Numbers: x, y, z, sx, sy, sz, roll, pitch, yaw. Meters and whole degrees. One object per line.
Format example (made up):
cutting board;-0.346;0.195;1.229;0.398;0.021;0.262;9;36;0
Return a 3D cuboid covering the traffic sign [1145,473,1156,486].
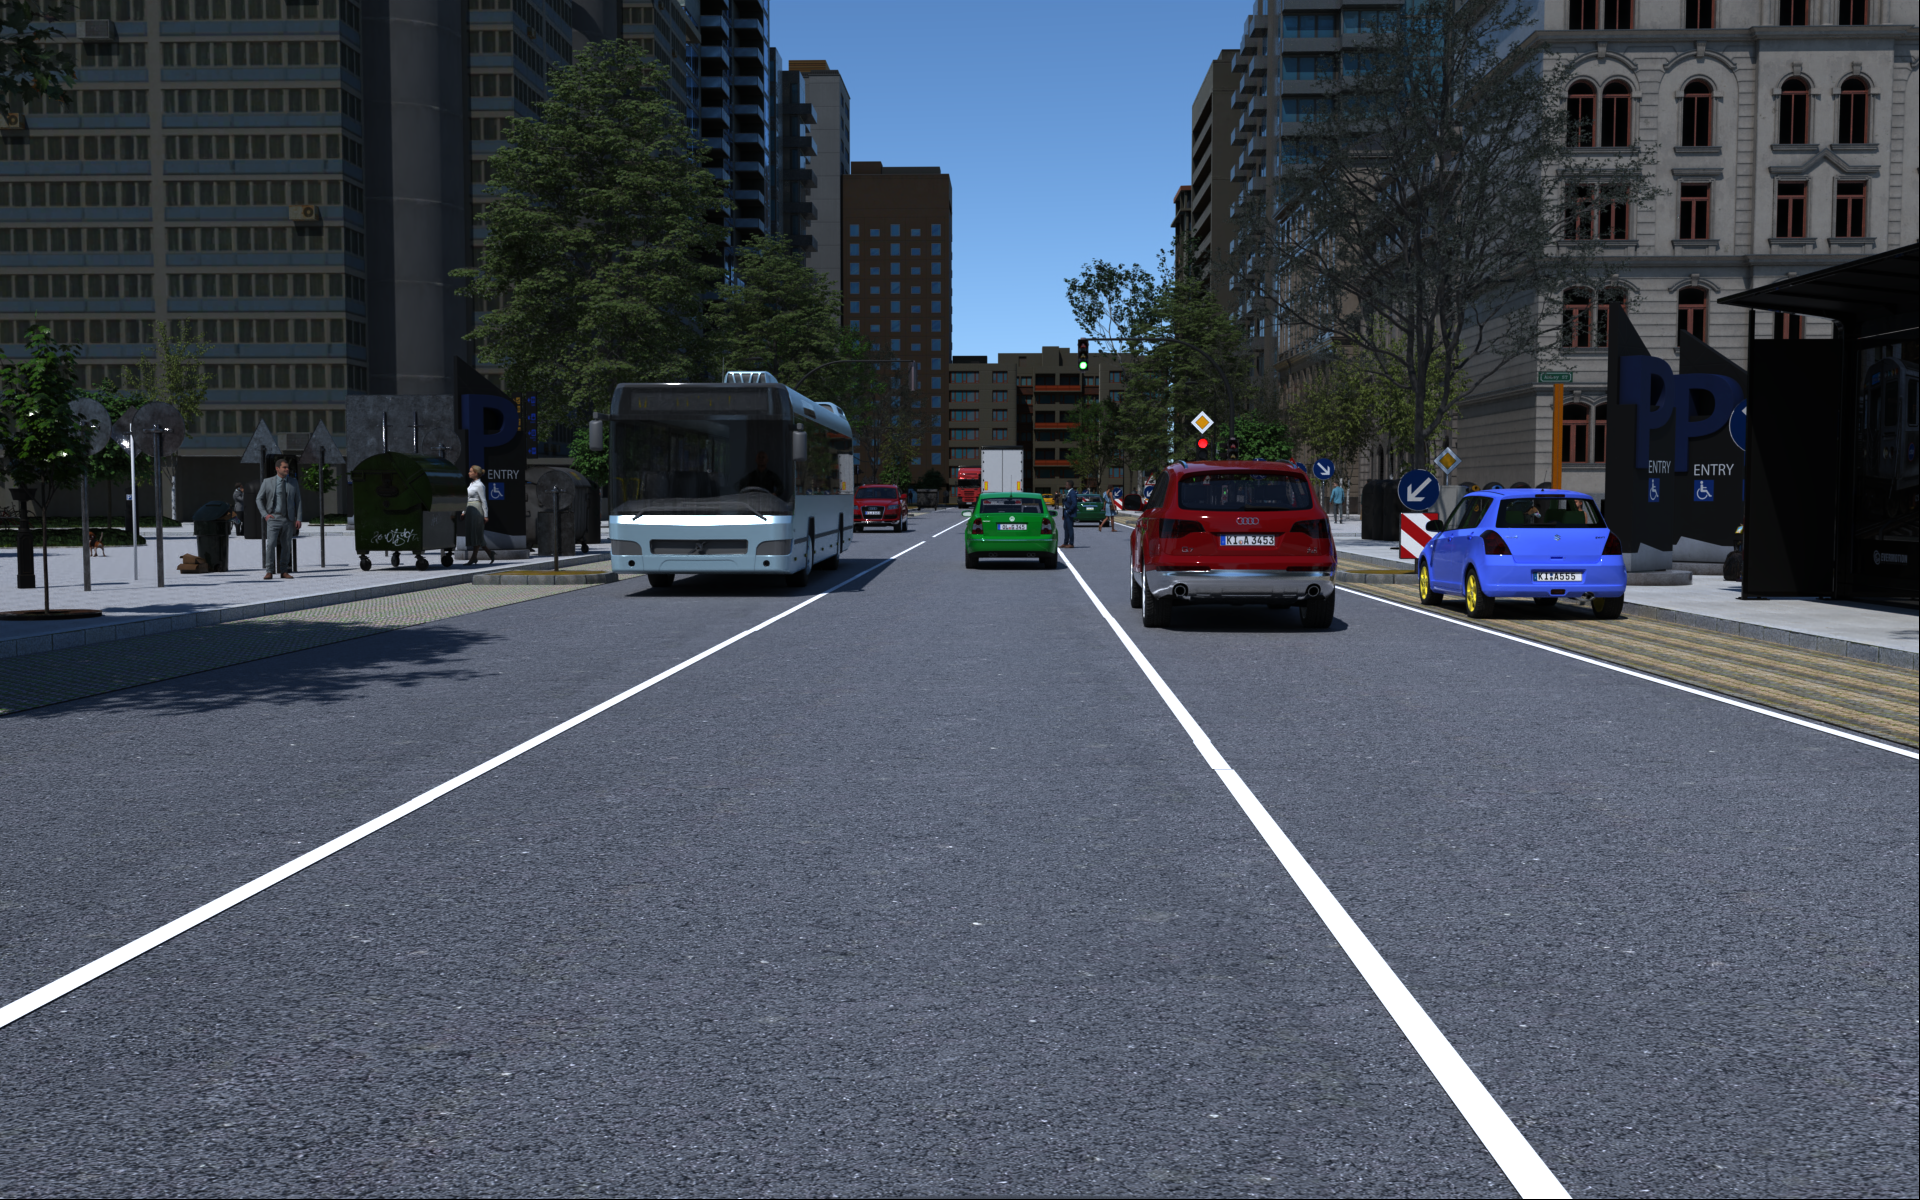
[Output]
traffic sign;11.603;-6.399;104.634;0.884;2.594;0.081;0;4;3

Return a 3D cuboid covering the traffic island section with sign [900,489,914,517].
traffic island section with sign;-3.957;-6.234;110.547;1.989;1.847;2.006;0;4;2

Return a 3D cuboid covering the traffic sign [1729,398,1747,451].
traffic sign;10.268;-1.357;22.300;0.768;2.556;0.104;1;4;9

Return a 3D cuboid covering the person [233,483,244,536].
person;-23.376;-2.914;56.320;0.473;1.802;0.592;0;4;1

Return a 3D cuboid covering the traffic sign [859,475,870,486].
traffic sign;-6.462;-7.221;118.072;0.884;2.594;0.081;0;4;6

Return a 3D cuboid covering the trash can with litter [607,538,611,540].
trash can with litter;-10.935;-2.304;48.726;2.233;1.210;1.678;1;4;10

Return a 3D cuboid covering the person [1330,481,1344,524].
person;16.388;-4.240;75.234;0.638;1.841;0.748;1;4;8

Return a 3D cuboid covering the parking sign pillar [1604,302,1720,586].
parking sign pillar;9.737;-2.219;24.759;1.447;3.967;1.447;-3;5;-43

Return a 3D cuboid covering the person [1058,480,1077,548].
person;2.898;-2.278;45.922;0.419;1.800;0.721;-1;4;-16

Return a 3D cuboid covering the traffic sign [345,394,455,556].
traffic sign;-11.463;-2.544;35.474;2.265;3.308;0.079;0;4;4

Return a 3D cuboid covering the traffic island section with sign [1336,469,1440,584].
traffic island section with sign;7.207;-1.203;28.301;1.989;1.847;2.006;0;4;2

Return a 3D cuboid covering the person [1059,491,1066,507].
person;11.465;-11.187;192.195;1.217;1.735;0.721;3;5;39

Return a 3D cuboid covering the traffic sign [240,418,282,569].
traffic sign;-11.972;-1.818;29.734;0.884;2.594;0.081;1;4;11

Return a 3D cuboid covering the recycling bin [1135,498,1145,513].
recycling bin;12.261;-6.395;117.119;0.722;1.027;0.722;2;4;24

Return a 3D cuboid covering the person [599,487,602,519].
person;-14.979;-3.956;71.077;0.532;1.782;0.716;-1;4;-20

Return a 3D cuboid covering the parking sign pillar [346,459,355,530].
parking sign pillar;-21.228;-4.491;61.900;1.447;3.967;1.447;1;4;10

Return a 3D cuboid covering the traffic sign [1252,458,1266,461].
traffic sign;10.525;-3.728;61.051;0.768;2.556;0.104;0;4;5

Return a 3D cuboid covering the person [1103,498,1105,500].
person;14.054;-9.668;167.347;0.421;1.427;0.697;2;4;28

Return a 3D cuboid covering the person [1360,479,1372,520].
person;14.491;-3.392;61.486;0.794;1.824;0.713;1;4;20

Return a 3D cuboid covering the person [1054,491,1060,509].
person;9.098;-9.355;162.258;0.445;1.727;0.742;2;4;29

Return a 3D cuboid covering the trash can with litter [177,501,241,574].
trash can with litter;-12.283;-1.033;28.273;0.624;1.170;1.055;0;4;6

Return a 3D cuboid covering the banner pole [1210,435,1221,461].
banner pole;10.895;-5.103;73.453;0.863;3.779;0.401;0;4;-3

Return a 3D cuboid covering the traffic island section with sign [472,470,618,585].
traffic island section with sign;-6.634;-1.188;28.045;1.989;1.847;2.006;0;4;2

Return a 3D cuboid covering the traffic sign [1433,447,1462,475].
traffic sign;13.501;-2.948;47.930;0.795;2.593;0.064;0;4;4

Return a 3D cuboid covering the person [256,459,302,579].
person;-10.299;-1.229;26.236;0.635;1.810;0.391;-3;5;-43

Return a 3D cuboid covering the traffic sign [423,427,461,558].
traffic sign;-9.865;-2.010;32.963;0.768;2.556;0.104;0;4;5

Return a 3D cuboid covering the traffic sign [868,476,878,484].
traffic sign;-6.177;-7.476;122.340;0.768;2.556;0.104;0;4;5

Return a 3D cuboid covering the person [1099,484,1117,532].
person;5.661;-3.491;65.670;0.778;1.811;0.616;-2;4;-24

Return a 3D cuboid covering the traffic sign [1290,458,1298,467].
traffic sign;11.762;-3.759;61.458;0.884;2.594;0.081;1;4;10

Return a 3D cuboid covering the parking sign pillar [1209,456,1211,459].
parking sign pillar;15.011;-7.128;105.015;1.447;3.967;1.447;0;4;1

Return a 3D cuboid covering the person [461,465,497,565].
person;-8.684;-1.529;31.274;0.641;1.798;0.478;-2;4;-30

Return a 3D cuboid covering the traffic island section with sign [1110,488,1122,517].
traffic island section with sign;9.859;-6.206;110.091;1.989;1.847;2.006;0;4;2

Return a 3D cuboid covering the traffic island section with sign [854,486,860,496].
traffic island section with sign;-4.822;-4.586;83.606;1.989;1.847;2.006;0;4;2

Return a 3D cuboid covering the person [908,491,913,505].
person;-6.039;-12.521;211.679;0.541;1.710;0.530;0;4;-1

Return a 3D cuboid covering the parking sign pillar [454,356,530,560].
parking sign pillar;-9.261;-2.794;34.161;1.447;3.967;1.447;-3;5;-44

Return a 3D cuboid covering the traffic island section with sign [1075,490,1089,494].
traffic island section with sign;11.500;-9.286;160.448;1.989;1.847;2.006;0;4;2

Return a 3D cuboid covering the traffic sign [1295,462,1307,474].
traffic sign;13.464;-4.229;69.256;0.768;2.556;0.104;0;4;5

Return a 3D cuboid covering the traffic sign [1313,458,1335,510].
traffic sign;12.896;-3.754;61.482;0.768;2.556;0.104;0;4;6

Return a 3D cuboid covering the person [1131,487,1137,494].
person;13.521;-7.802;133.708;0.694;1.812;0.767;2;4;28

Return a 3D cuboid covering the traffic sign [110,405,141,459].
traffic sign;-12.287;-1.591;25.744;0.795;2.593;0.064;0;4;2

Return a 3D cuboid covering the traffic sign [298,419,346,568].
traffic sign;-11.126;-1.846;30.180;0.884;2.594;0.081;0;4;7

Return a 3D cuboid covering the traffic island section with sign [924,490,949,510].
traffic island section with sign;-2.301;-9.305;160.769;1.989;1.847;2.006;0;4;2

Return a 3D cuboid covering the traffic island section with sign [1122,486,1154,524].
traffic island section with sign;8.987;-4.558;83.150;1.989;1.847;2.006;0;4;2
